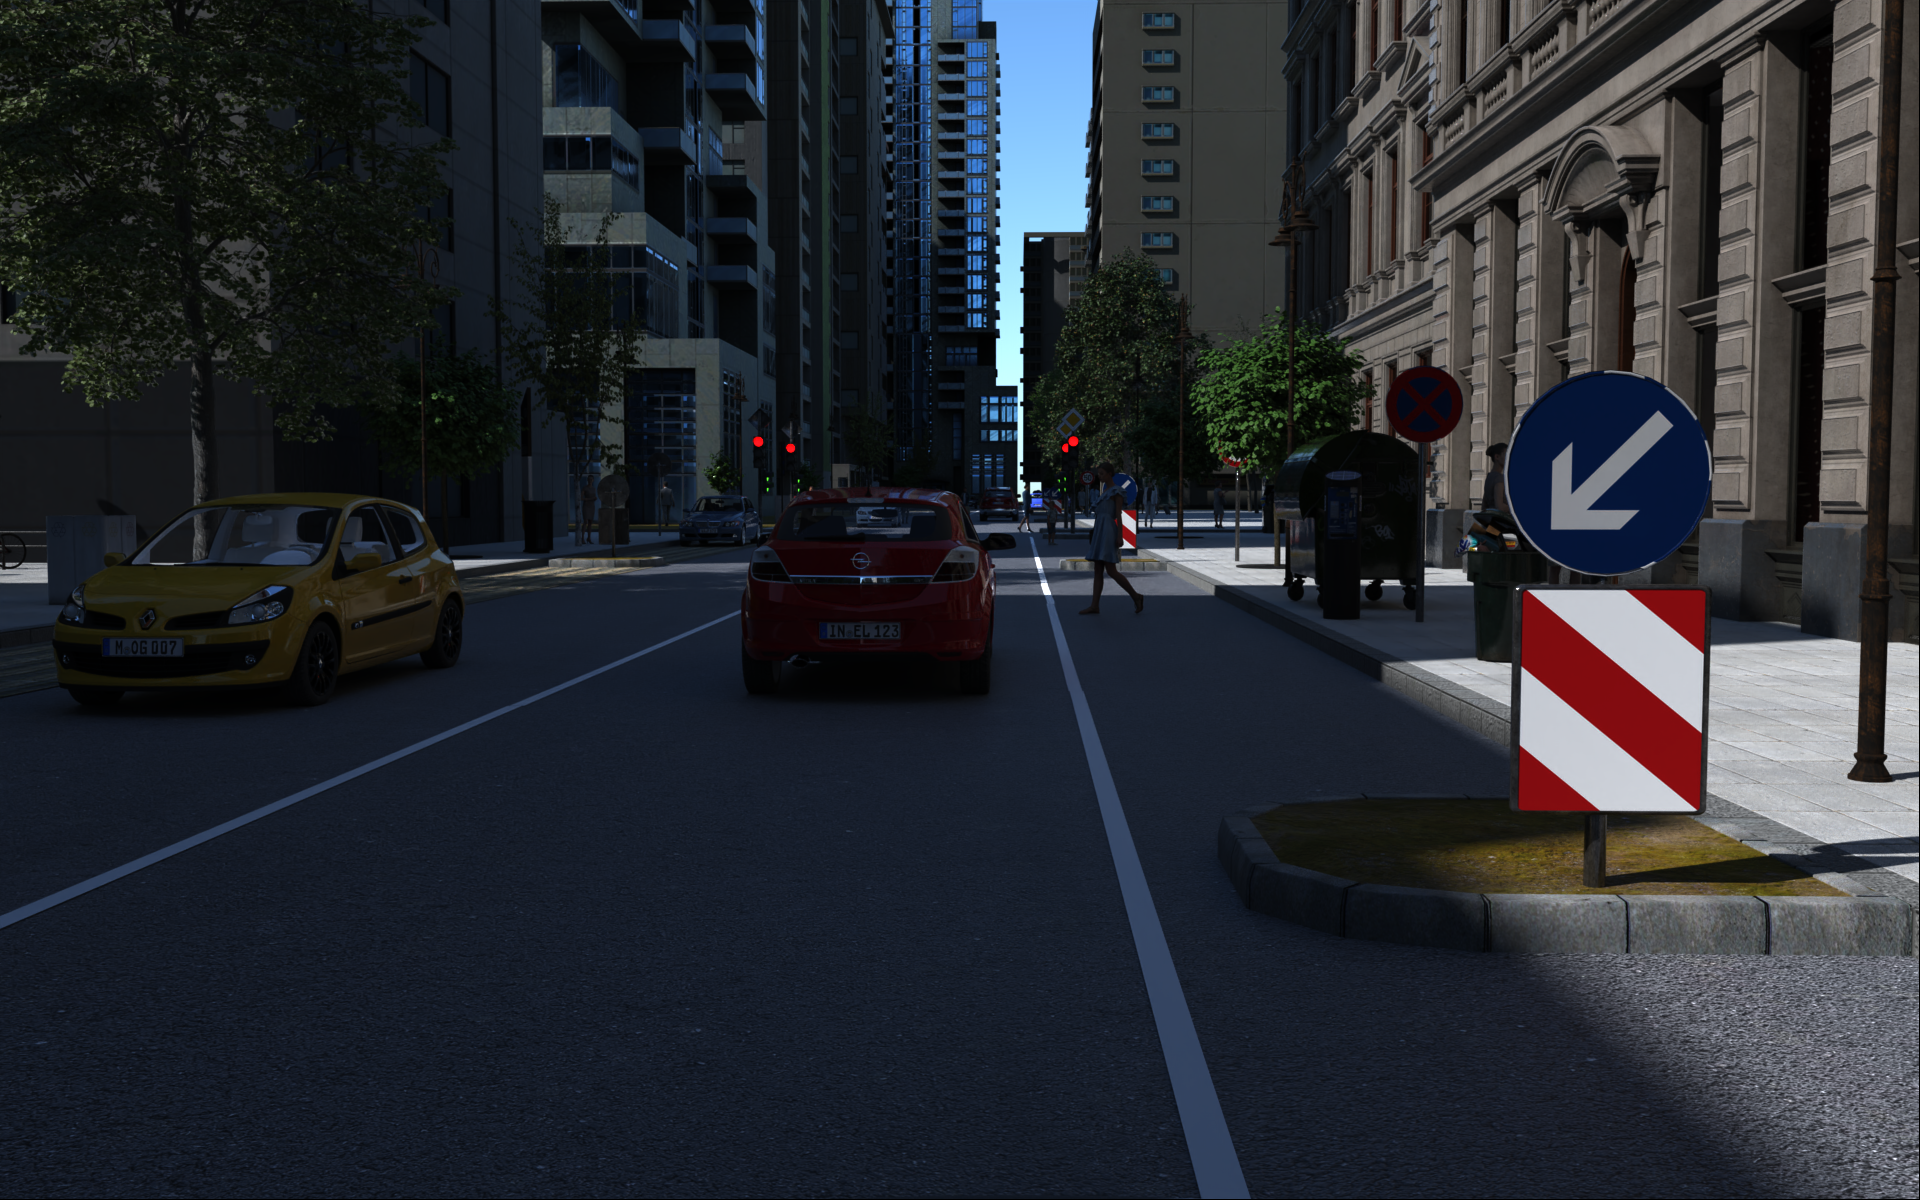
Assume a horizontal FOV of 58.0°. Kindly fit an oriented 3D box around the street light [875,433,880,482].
[{"bbox_3d":[-6.141,-9.655,130.650,0.468,5.910,1.993,0,4,2],"label":"street light"}]

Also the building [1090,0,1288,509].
[{"bbox_3d":[22.905,-32.503,155.118,21.300,48.544,21.600,0,4,2],"label":"building"}]

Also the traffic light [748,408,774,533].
[{"bbox_3d":[-6.509,-4.133,56.492,0.839,4.253,0.868,0,4,2],"label":"traffic light"}]

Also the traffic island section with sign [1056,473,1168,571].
[{"bbox_3d":[2.921,-1.508,33.285,1.989,1.847,2.006,0,4,2],"label":"traffic island section with sign"}]

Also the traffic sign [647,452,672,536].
[{"bbox_3d":[-9.162,-3.222,52.792,0.768,2.556,0.104,0,4,2],"label":"traffic sign"}]

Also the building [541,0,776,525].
[{"bbox_3d":[-20.581,-47.250,85.201,22.319,86.520,31.000,0,4,2],"label":"building"}]

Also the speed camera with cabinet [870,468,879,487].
[{"bbox_3d":[-6.071,-8.034,125.685,0.660,3.252,2.038,-1,4,-11],"label":"speed camera with cabinet"}]

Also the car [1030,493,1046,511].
[{"bbox_3d":[6.573,-8.505,148.640,1.945,1.707,3.694,0,4,0],"label":"car"}]

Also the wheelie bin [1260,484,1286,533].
[{"bbox_3d":[10.313,-2.973,56.518,0.980,1.594,0.693,-1,4,-20],"label":"wheelie bin"}]

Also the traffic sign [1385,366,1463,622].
[{"bbox_3d":[4.608,-1.051,17.285,0.768,2.556,0.104,0,4,3],"label":"traffic sign"}]

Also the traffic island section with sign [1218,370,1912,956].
[{"bbox_3d":[2.000,0.140,6.345,1.989,1.847,2.006,0,4,2],"label":"traffic island section with sign"}]

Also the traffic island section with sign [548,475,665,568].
[{"bbox_3d":[-6.962,-1.580,34.459,1.989,1.847,2.006,0,4,2],"label":"traffic island section with sign"}]

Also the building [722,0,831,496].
[{"bbox_3d":[-16.551,-26.543,117.576,14.154,41.232,14.086,0,4,2],"label":"building"}]

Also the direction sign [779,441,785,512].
[{"bbox_3d":[-7.686,-5.067,74.843,0.379,3.537,0.876,-1,4,-20],"label":"direction sign"}]

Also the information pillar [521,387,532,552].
[{"bbox_3d":[-9.544,-2.864,38.175,0.183,3.616,0.504,-2,4,-32],"label":"information pillar"}]

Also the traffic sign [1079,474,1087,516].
[{"bbox_3d":[7.264,-6.097,99.793,0.768,2.556,0.104,0,4,3],"label":"traffic sign"}]

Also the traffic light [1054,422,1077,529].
[{"bbox_3d":[3.916,-4.601,64.147,0.839,4.253,0.868,0,4,2],"label":"traffic light"}]

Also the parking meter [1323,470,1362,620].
[{"bbox_3d":[3.932,-0.575,17.805,0.372,1.533,0.369,0,3,0],"label":"parking meter"}]

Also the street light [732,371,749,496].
[{"bbox_3d":[-8.259,-5.656,65.261,0.468,5.910,1.993,0,4,2],"label":"street light"}]

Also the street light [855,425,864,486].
[{"bbox_3d":[-6.615,-8.622,113.760,0.468,5.910,1.993,0,4,2],"label":"street light"}]

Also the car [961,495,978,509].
[{"bbox_3d":[0.836,-9.601,169.555,1.945,1.354,3.894,0,4,1],"label":"car"}]

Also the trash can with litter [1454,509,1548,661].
[{"bbox_3d":[4.423,-0.125,13.427,1.055,1.170,0.624,-1,4,-16],"label":"trash can with litter"}]

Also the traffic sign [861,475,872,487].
[{"bbox_3d":[-6.252,-7.091,116.040,0.768,2.556,0.104,1,4,11],"label":"traffic sign"}]

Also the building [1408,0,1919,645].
[{"bbox_3d":[12.759,-11.735,20.741,11.050,23.489,19.941,0,4,2],"label":"building"}]

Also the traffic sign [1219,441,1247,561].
[{"bbox_3d":[5.285,-2.009,32.945,0.768,2.556,0.104,1,4,10],"label":"traffic sign"}]

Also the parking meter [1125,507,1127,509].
[{"bbox_3d":[6.334,-3.795,67.765,0.255,1.863,0.399,-2,4,-26],"label":"parking meter"}]

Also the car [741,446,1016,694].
[{"bbox_3d":[-0.623,-0.297,13.902,2.155,1.783,4.494,0,4,1],"label":"car"}]

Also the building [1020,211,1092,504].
[{"bbox_3d":[20.351,-33.547,240.373,23.993,40.220,32.217,0,4,2],"label":"building"}]

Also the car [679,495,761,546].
[{"bbox_3d":[-6.683,-2.238,48.591,2.014,1.417,4.499,0,4,2],"label":"car"}]

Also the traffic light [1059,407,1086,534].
[{"bbox_3d":[3.647,-4.113,56.166,0.839,4.253,0.868,0,4,2],"label":"traffic light"}]

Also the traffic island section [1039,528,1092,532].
[{"bbox_3d":[3.956,-2.568,64.259,2.009,0.180,2.903,0,4,2],"label":"traffic island section"}]

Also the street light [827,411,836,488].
[{"bbox_3d":[-7.163,-7.582,96.753,0.468,5.910,1.993,0,4,2],"label":"street light"}]

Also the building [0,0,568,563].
[{"bbox_3d":[-22.513,-36.835,40.502,20.611,71.187,20.563,0,4,2],"label":"building"}]

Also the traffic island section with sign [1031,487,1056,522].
[{"bbox_3d":[4.805,-4.930,89.232,1.989,1.847,2.006,0,4,2],"label":"traffic island section with sign"}]

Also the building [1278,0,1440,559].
[{"bbox_3d":[14.413,-12.561,41.524,11.583,22.565,21.152,0,4,2],"label":"building"}]

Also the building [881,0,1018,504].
[{"bbox_3d":[-7.603,-56.445,235.548,31.000,86.520,22.319,0,4,2],"label":"building"}]

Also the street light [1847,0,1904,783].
[{"bbox_3d":[4.088,-2.129,7.603,0.468,5.910,1.993,0,4,2],"label":"street light"}]

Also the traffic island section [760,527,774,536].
[{"bbox_3d":[-6.280,-2.589,64.608,2.009,0.180,2.903,0,4,2],"label":"traffic island section"}]

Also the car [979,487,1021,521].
[{"bbox_3d":[2.119,-5.144,92.779,2.281,1.827,5.304,0,4,3],"label":"car"}]

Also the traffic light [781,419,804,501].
[{"bbox_3d":[-6.240,-4.621,64.472,0.839,4.253,0.868,0,4,2],"label":"traffic light"}]

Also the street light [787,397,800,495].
[{"bbox_3d":[-7.745,-6.619,81.008,0.468,5.910,1.993,0,4,2],"label":"street light"}]

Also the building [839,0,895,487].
[{"bbox_3d":[-21.609,-35.802,174.603,28.713,52.752,27.495,0,4,2],"label":"building"}]

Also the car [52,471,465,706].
[{"bbox_3d":[-5.101,-0.167,12.953,2.015,1.641,3.980,0,4,3],"label":"car"}]

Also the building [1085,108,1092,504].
[{"bbox_3d":[25.510,-35.247,195.892,23.786,49.044,30.456,0,4,2],"label":"building"}]

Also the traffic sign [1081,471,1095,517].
[{"bbox_3d":[6.995,-5.802,94.964,0.768,2.556,0.104,0,4,2],"label":"traffic sign"}]

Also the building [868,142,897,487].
[{"bbox_3d":[-21.227,-33.472,201.896,28.867,44.769,22.147,0,4,2],"label":"building"}]

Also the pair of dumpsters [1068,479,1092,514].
[{"bbox_3d":[7.619,-6.632,110.931,1.574,2.255,4.437,0,4,2],"label":"pair of dumpsters"}]

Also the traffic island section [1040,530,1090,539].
[{"bbox_3d":[3.687,-2.079,56.279,2.009,0.180,2.903,0,4,2],"label":"traffic island section"}]

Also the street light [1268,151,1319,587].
[{"bbox_3d":[4.564,-3.123,23.848,0.468,5.910,1.993,0,4,2],"label":"street light"}]

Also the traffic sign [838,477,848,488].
[{"bbox_3d":[-7.134,-6.325,105.545,0.606,2.300,0.079,0,4,6],"label":"traffic sign"}]

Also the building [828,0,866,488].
[{"bbox_3d":[-18.826,-43.480,149.158,20.563,71.187,20.611,0,4,2],"label":"building"}]
